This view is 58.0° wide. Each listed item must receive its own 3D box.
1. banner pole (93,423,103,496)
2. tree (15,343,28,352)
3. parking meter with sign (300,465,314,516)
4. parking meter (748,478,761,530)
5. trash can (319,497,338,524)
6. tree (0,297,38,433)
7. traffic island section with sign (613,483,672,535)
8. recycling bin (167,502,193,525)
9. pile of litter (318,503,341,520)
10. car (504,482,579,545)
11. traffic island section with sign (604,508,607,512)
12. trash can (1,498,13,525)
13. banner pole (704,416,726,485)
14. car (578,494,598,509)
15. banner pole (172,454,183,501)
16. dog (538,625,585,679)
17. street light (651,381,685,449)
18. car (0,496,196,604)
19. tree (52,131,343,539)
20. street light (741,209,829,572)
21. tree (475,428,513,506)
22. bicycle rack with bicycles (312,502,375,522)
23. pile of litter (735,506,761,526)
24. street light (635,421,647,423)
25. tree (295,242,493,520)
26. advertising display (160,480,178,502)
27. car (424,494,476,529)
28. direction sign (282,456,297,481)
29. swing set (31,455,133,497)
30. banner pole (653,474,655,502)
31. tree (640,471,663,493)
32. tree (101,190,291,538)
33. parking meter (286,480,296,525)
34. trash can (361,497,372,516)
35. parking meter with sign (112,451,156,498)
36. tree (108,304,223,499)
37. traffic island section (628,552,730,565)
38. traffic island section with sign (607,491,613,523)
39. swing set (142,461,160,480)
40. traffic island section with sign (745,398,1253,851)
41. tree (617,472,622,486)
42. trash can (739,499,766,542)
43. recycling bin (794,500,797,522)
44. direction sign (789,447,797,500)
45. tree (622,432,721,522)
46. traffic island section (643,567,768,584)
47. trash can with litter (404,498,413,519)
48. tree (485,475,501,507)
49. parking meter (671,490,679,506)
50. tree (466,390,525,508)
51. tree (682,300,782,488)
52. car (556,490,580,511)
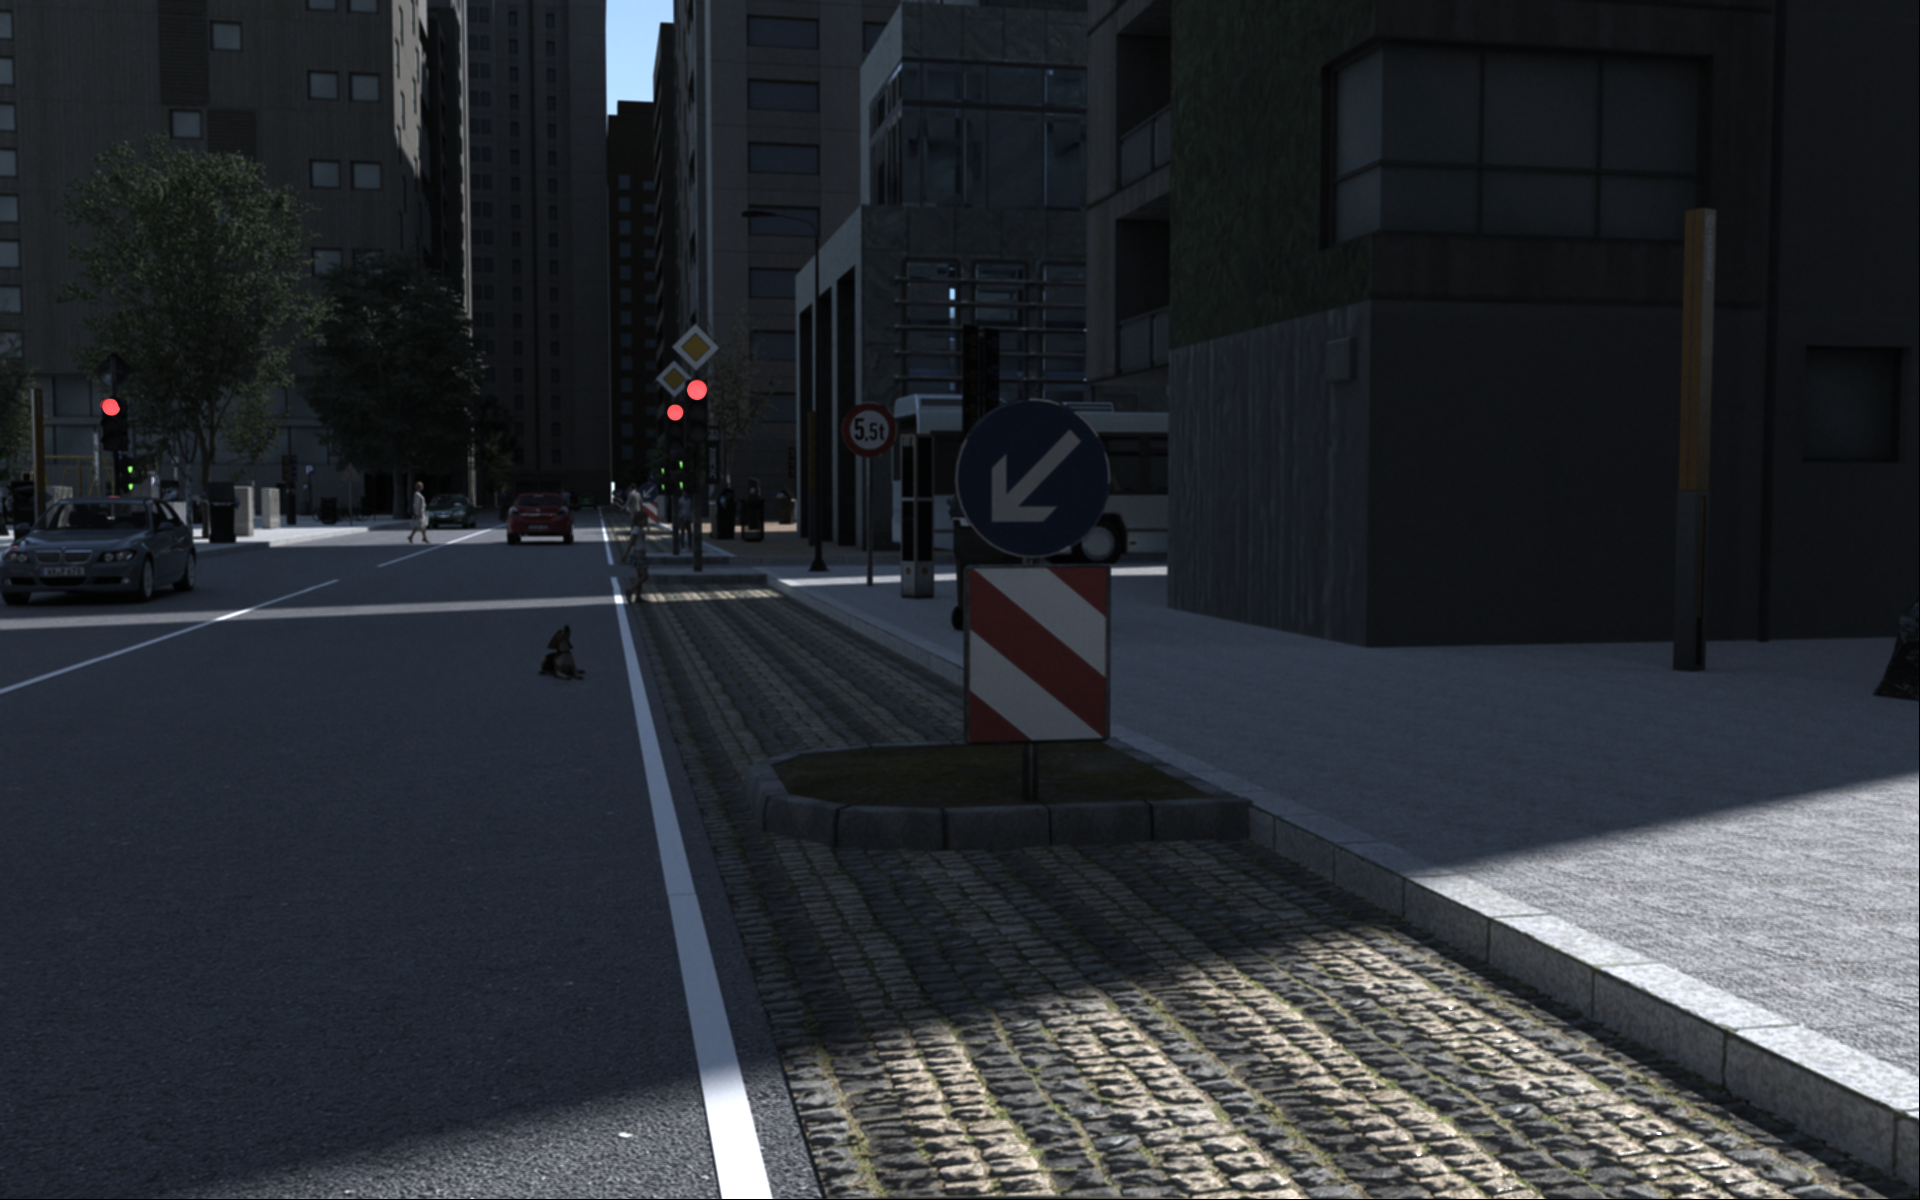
[{"bbox_3d":[-30.308,-4.338,60.951,0.863,3.779,0.401,3,5,44],"label":"banner pole"},{"bbox_3d":[-44.436,-7.923,79.905,4.737,8.622,4.395,0,3,0],"label":"tree"},{"bbox_3d":[-39.318,-6.602,104.207,0.543,3.016,1.738,0,4,-7],"label":"parking meter with sign"},{"bbox_3d":[-7.363,-3.448,62.080,0.399,1.863,0.255,1,4,17],"label":"parking meter"},{"bbox_3d":[-26.700,-3.770,73.289,0.748,1.137,0.748,0,3,0],"label":"trash can"},{"bbox_3d":[-36.354,-6.977,64.429,4.360,8.622,3.978,0,3,0],"label":"tree"},{"bbox_3d":[-11.051,-3.187,60.729,1.989,1.847,2.006,-1,4,-12],"label":"traffic island section with sign"},{"bbox_3d":[-25.339,-2.657,55.999,0.722,1.027,0.722,2,4,33],"label":"recycling bin"},{"bbox_3d":[-31.535,-4.454,86.787,1.176,0.858,1.719,1,4,12],"label":"pile of litter"},{"bbox_3d":[-12.211,-2.536,50.512,2.155,1.783,4.494,-1,4,-11],"label":"car"},{"bbox_3d":[-26.883,-7.800,136.150,1.989,1.847,2.006,-1,4,-12],"label":"traffic island section with sign"},{"bbox_3d":[-39.444,-3.689,71.967,0.748,1.137,0.748,0,3,0],"label":"trash can"},{"bbox_3d":[-7.813,-4.026,55.846,0.863,3.779,0.401,0,4,-1],"label":"banner pole"},{"bbox_3d":[-35.070,-9.428,162.939,1.959,1.807,4.718,-1,4,-11],"label":"car"},{"bbox_3d":[-43.644,-6.526,96.711,0.863,3.779,0.401,1,4,13],"label":"banner pole"},{"bbox_3d":[-3.101,0.395,13.734,0.550,0.427,0.748,1,4,16],"label":"dog"},{"bbox_3d":[-11.869,-6.030,71.139,1.470,5.913,1.316,-1,4,-12],"label":"street light"},{"bbox_3d":[-11.925,-0.745,24.189,2.014,1.417,4.499,-1,4,-13],"label":"car"},{"bbox_3d":[-21.688,-7.579,49.670,9.928,11.665,9.643,0,3,0],"label":"tree"},{"bbox_3d":[-2.883,-3.424,28.528,1.470,5.913,1.316,-1,4,-12],"label":"street light"},{"bbox_3d":[-47.705,-13.907,177.737,4.737,8.622,4.395,0,3,0],"label":"tree"},{"bbox_3d":[-28.872,-4.143,81.125,2.925,0.926,2.852,-3,5,-43],"label":"bicycle rack with bicycles"},{"bbox_3d":[-8.921,-3.462,70.562,1.719,0.858,1.176,-1,4,-13],"label":"pile of litter"},{"bbox_3d":[-19.925,-8.405,109.964,1.470,5.913,1.316,-1,4,-12],"label":"street light"},{"bbox_3d":[-28.189,-10.991,86.350,9.857,13.997,8.962,0,3,0],"label":"tree"},{"bbox_3d":[-37.077,-4.648,81.201,0.123,1.923,0.974,2,4,24],"label":"advertising display"},{"bbox_3d":[-21.364,-3.715,72.539,2.131,1.459,4.920,-1,4,-10],"label":"car"},{"bbox_3d":[-39.497,-6.734,102.090,0.876,3.537,0.379,0,4,3],"label":"direction sign"},{"bbox_3d":[-37.202,-4.641,73.505,3.119,2.851,2.862,-1,4,-16],"label":"swing set"},{"bbox_3d":[-17.486,-6.663,98.960,0.401,3.779,0.863,0,4,-5],"label":"banner pole"},{"bbox_3d":[-24.876,-8.825,138.897,1.663,3.219,1.824,0,3,0],"label":"tree"},{"bbox_3d":[-18.955,-5.628,42.380,4.737,8.622,4.395,0,3,0],"label":"tree"},{"bbox_3d":[-27.989,-4.083,72.465,0.255,1.863,0.399,-3,5,-44],"label":"parking meter"},{"bbox_3d":[-34.313,-5.413,100.154,0.748,1.137,0.748,0,3,0],"label":"trash can"},{"bbox_3d":[-27.317,-3.772,57.931,1.738,3.016,0.543,0,4,-2],"label":"parking meter with sign"},{"bbox_3d":[-30.544,-7.075,66.031,4.360,8.622,3.978,0,3,0],"label":"tree"},{"bbox_3d":[-5.971,-0.873,36.558,2.009,0.180,2.903,-1,4,-12],"label":"traffic island section"},{"bbox_3d":[-16.656,-4.818,87.407,1.989,1.847,2.006,-1,4,-12],"label":"traffic island section with sign"},{"bbox_3d":[-39.843,-5.188,82.445,3.119,2.851,2.862,-3,5,-42],"label":"swing set"},{"bbox_3d":[0.048,0.044,7.901,1.989,1.847,2.006,-1,4,-12],"label":"traffic island section with sign"},{"bbox_3d":[-31.315,-11.251,167.668,4.285,4.588,4.351,0,3,0],"label":"tree"},{"bbox_3d":[-5.555,-2.125,46.396,0.748,1.137,0.748,0,3,0],"label":"trash can"},{"bbox_3d":[-7.208,-4.039,78.597,0.722,1.027,0.722,-3,5,-43],"label":"recycling bin"},{"bbox_3d":[-7.948,-5.622,83.920,0.379,3.537,0.876,3,5,44],"label":"direction sign"},{"bbox_3d":[-12.694,-5.855,79.436,4.285,4.588,4.351,0,3,0],"label":"tree"},{"bbox_3d":[-4.330,-0.395,28.743,2.009,0.180,2.903,-1,4,-12],"label":"traffic island section"},{"bbox_3d":[-28.350,-4.704,88.295,0.624,1.170,1.055,1,4,8],"label":"trash can with litter"},{"bbox_3d":[-46.500,-10.855,172.085,1.663,3.219,1.824,0,3,0],"label":"tree"},{"bbox_3d":[-13.686,-4.570,83.137,0.372,1.533,0.369,0,3,0],"label":"parking meter"},{"bbox_3d":[-42.345,-13.484,154.869,8.767,10.594,7.601,3,5,44],"label":"tree"},{"bbox_3d":[-8.919,-7.103,66.494,4.360,8.622,3.978,0,3,0],"label":"tree"},{"bbox_3d":[-33.650,-8.518,147.935,2.281,1.827,5.304,-1,4,-11],"label":"car"}]
